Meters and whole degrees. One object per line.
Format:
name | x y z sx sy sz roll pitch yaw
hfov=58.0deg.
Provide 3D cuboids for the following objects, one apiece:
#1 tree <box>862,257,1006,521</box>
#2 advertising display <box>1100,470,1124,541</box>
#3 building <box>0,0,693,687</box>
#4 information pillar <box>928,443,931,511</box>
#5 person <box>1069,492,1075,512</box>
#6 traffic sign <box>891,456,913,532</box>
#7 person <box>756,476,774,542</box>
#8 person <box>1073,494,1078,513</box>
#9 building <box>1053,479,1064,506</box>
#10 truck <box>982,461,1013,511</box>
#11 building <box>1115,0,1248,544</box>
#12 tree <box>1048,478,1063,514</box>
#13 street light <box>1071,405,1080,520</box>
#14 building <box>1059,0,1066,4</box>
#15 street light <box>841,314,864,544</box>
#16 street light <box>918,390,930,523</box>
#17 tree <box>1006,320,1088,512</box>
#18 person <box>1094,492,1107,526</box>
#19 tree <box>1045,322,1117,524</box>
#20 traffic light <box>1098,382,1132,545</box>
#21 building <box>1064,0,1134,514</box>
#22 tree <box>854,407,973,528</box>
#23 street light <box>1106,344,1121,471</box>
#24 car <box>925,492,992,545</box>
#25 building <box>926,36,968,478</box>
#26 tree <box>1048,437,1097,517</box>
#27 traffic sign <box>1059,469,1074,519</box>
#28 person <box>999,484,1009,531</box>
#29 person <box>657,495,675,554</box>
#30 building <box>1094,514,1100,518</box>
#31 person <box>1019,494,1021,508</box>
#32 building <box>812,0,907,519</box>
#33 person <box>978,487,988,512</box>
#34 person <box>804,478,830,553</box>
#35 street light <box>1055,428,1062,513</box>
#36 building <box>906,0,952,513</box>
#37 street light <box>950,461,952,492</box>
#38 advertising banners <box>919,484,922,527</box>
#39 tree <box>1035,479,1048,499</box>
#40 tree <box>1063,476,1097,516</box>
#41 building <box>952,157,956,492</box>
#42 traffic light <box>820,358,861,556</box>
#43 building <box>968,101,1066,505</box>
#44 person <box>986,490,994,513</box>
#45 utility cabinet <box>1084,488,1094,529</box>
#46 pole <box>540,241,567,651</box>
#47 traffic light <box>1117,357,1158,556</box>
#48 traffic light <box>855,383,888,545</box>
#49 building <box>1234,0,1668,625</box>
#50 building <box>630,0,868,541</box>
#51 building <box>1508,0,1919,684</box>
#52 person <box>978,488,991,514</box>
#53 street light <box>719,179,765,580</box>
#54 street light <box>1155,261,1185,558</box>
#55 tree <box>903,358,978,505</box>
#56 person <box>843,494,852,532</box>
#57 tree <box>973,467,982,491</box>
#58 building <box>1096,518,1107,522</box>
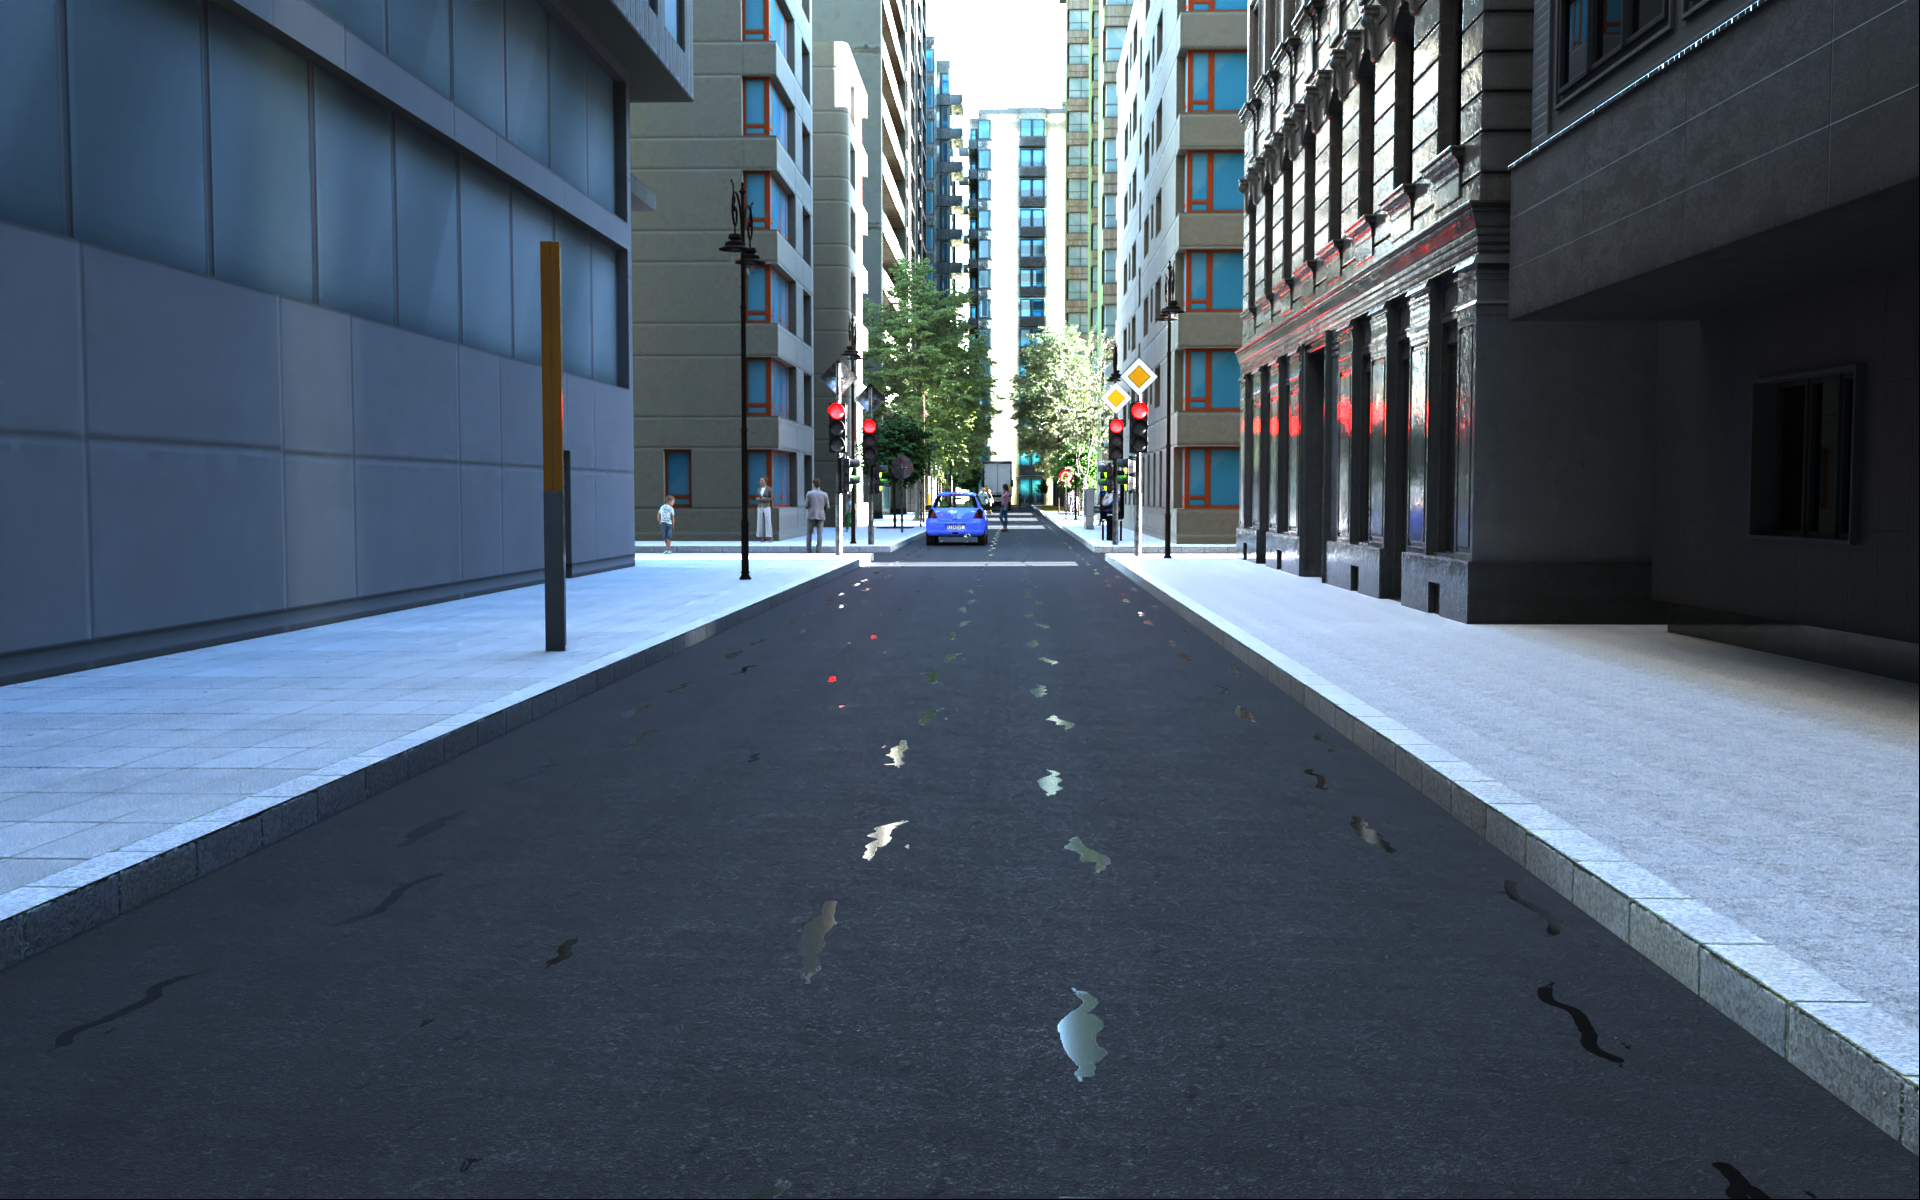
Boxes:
tree | -2.049 -10.126 83.686 7.486 12.596 7.792 0 3 0
advertising display | 4.186 -2.597 47.677 0.123 1.923 0.974 -2 4 -31
building | -18.370 -26.257 18.548 27.495 52.752 28.713 0 4 2
information pillar | -1.394 -5.357 78.940 0.183 3.616 0.504 0 4 3
person | 7.959 -7.071 121.517 0.599 1.838 0.709 2 4 29
traffic sign | -1.939 -3.530 57.825 0.768 2.556 0.104 0 4 6
person | -5.225 -2.414 46.066 0.519 1.759 0.362 2 4 26
person | 7.989 -6.662 119.240 0.394 1.301 0.425 2 4 34
building | 20.317 -45.484 181.915 20.563 71.187 20.611 0 4 2
truck | 3.303 -9.996 152.347 2.839 4.237 11.283 0 4 1
building | 20.425 -12.968 57.060 28.899 21.520 27.650 0 4 2
tree | 6.874 -7.094 110.584 1.663 3.219 1.824 0 3 0
street light | 5.759 -6.928 86.065 0.468 5.910 1.993 0 4 2
building | 23.688 -34.808 158.353 28.713 52.752 27.495 0 4 2
street light | -2.770 -4.403 44.778 0.468 5.910 1.993 0 4 2
street light | -1.611 -6.391 77.276 0.468 5.910 1.993 0 4 2
tree | 7.933 -13.411 125.923 9.857 13.997 8.962 0 3 0
person | 5.792 -3.926 70.408 0.728 1.800 0.709 2 4 29
tree | 5.517 -7.631 75.127 4.360 8.622 3.978 0 3 0
traffic light | 3.912 -3.351 43.716 0.839 4.253 0.868 0 4 2
building | 15.364 -27.805 138.203 14.154 41.232 14.086 0 4 2
tree | -2.386 -4.990 65.306 4.285 4.588 4.351 0 3 0
street light | 4.775 -4.931 53.405 0.468 5.910 1.993 0 4 2
car | -0.062 -2.458 49.772 1.945 1.707 3.694 0 4 2
building | -14.945 -34.429 182.520 30.456 49.044 23.786 0 4 2
tree | 6.751 -6.952 97.379 4.285 4.588 4.351 0 3 0
traffic sign | 5.480 -5.465 89.462 0.768 2.556 0.104 0 4 2
person | 1.697 -3.555 66.627 0.388 1.821 0.555 -2 4 -28
person | -6.290 -1.616 37.145 0.332 1.250 0.352 3 5 43
building | 15.192 -26.146 111.080 14.154 41.232 14.086 0 4 2
person | 6.023 -9.935 174.203 0.557 1.426 1.065 0 4 -6
building | -14.362 -29.087 99.280 21.300 48.544 21.600 0 4 2
person | 1.303 -5.567 99.625 0.635 1.810 0.391 -2 4 -30
person | -3.394 -1.955 40.661 0.606 1.804 0.583 -1 4 -21
street light | 6.748 -8.909 118.445 0.468 5.910 1.993 0 4 2
building | -11.104 -43.464 148.894 20.563 71.187 20.611 0 4 2
street light | -0.575 -8.371 109.655 0.468 5.910 1.993 0 4 2
advertising banners | -1.573 -4.417 68.409 0.090 3.025 2.074 0 4 -3
tree | 8.805 -11.494 182.535 1.663 3.219 1.824 0 3 0
tree | 7.352 -6.503 100.917 1.663 3.219 1.824 0 3 0
building | -7.543 -32.208 210.202 14.086 41.232 14.154 0 4 2
traffic light | -2.497 -2.874 35.912 0.839 4.253 0.868 0 4 2
building | 15.139 -36.339 213.745 30.456 49.044 23.786 0 4 2
person | 2.197 -7.396 129.974 0.434 1.755 0.990 -3 4 -39
utility cabinet | 4.694 -3.337 63.241 0.318 1.500 1.173 0 4 0
pole | -3.313 -1.240 14.111 0.158 3.312 0.155 0 3 0
traffic light | 3.662 -2.863 35.735 0.839 4.253 0.868 0 4 2
traffic light | -2.246 -3.362 43.893 0.839 4.253 0.868 0 4 2
building | 9.960 -10.767 25.189 9.793 20.994 18.267 0 4 2
building | -18.298 -13.232 61.388 27.650 21.520 28.899 0 4 2
building | 11.557 -12.832 3.312 14.314 27.812 24.014 0 4 2
person | 1.284 -5.096 92.299 0.782 1.767 0.515 1 4 11
street light | -3.228 -3.246 25.859 0.468 5.910 1.993 0 4 2
street light | 4.155 -3.773 34.475 0.468 5.910 1.993 0 4 2
tree | -1.250 -8.834 94.806 4.737 8.622 4.395 0 3 0
person | -3.767 -2.975 58.936 0.306 1.304 0.590 3 4 38
tree | 0.620 -11.119 165.509 4.285 4.588 4.351 0 3 0
building | 13.822 -24.608 85.941 14.154 41.232 14.086 0 4 2
